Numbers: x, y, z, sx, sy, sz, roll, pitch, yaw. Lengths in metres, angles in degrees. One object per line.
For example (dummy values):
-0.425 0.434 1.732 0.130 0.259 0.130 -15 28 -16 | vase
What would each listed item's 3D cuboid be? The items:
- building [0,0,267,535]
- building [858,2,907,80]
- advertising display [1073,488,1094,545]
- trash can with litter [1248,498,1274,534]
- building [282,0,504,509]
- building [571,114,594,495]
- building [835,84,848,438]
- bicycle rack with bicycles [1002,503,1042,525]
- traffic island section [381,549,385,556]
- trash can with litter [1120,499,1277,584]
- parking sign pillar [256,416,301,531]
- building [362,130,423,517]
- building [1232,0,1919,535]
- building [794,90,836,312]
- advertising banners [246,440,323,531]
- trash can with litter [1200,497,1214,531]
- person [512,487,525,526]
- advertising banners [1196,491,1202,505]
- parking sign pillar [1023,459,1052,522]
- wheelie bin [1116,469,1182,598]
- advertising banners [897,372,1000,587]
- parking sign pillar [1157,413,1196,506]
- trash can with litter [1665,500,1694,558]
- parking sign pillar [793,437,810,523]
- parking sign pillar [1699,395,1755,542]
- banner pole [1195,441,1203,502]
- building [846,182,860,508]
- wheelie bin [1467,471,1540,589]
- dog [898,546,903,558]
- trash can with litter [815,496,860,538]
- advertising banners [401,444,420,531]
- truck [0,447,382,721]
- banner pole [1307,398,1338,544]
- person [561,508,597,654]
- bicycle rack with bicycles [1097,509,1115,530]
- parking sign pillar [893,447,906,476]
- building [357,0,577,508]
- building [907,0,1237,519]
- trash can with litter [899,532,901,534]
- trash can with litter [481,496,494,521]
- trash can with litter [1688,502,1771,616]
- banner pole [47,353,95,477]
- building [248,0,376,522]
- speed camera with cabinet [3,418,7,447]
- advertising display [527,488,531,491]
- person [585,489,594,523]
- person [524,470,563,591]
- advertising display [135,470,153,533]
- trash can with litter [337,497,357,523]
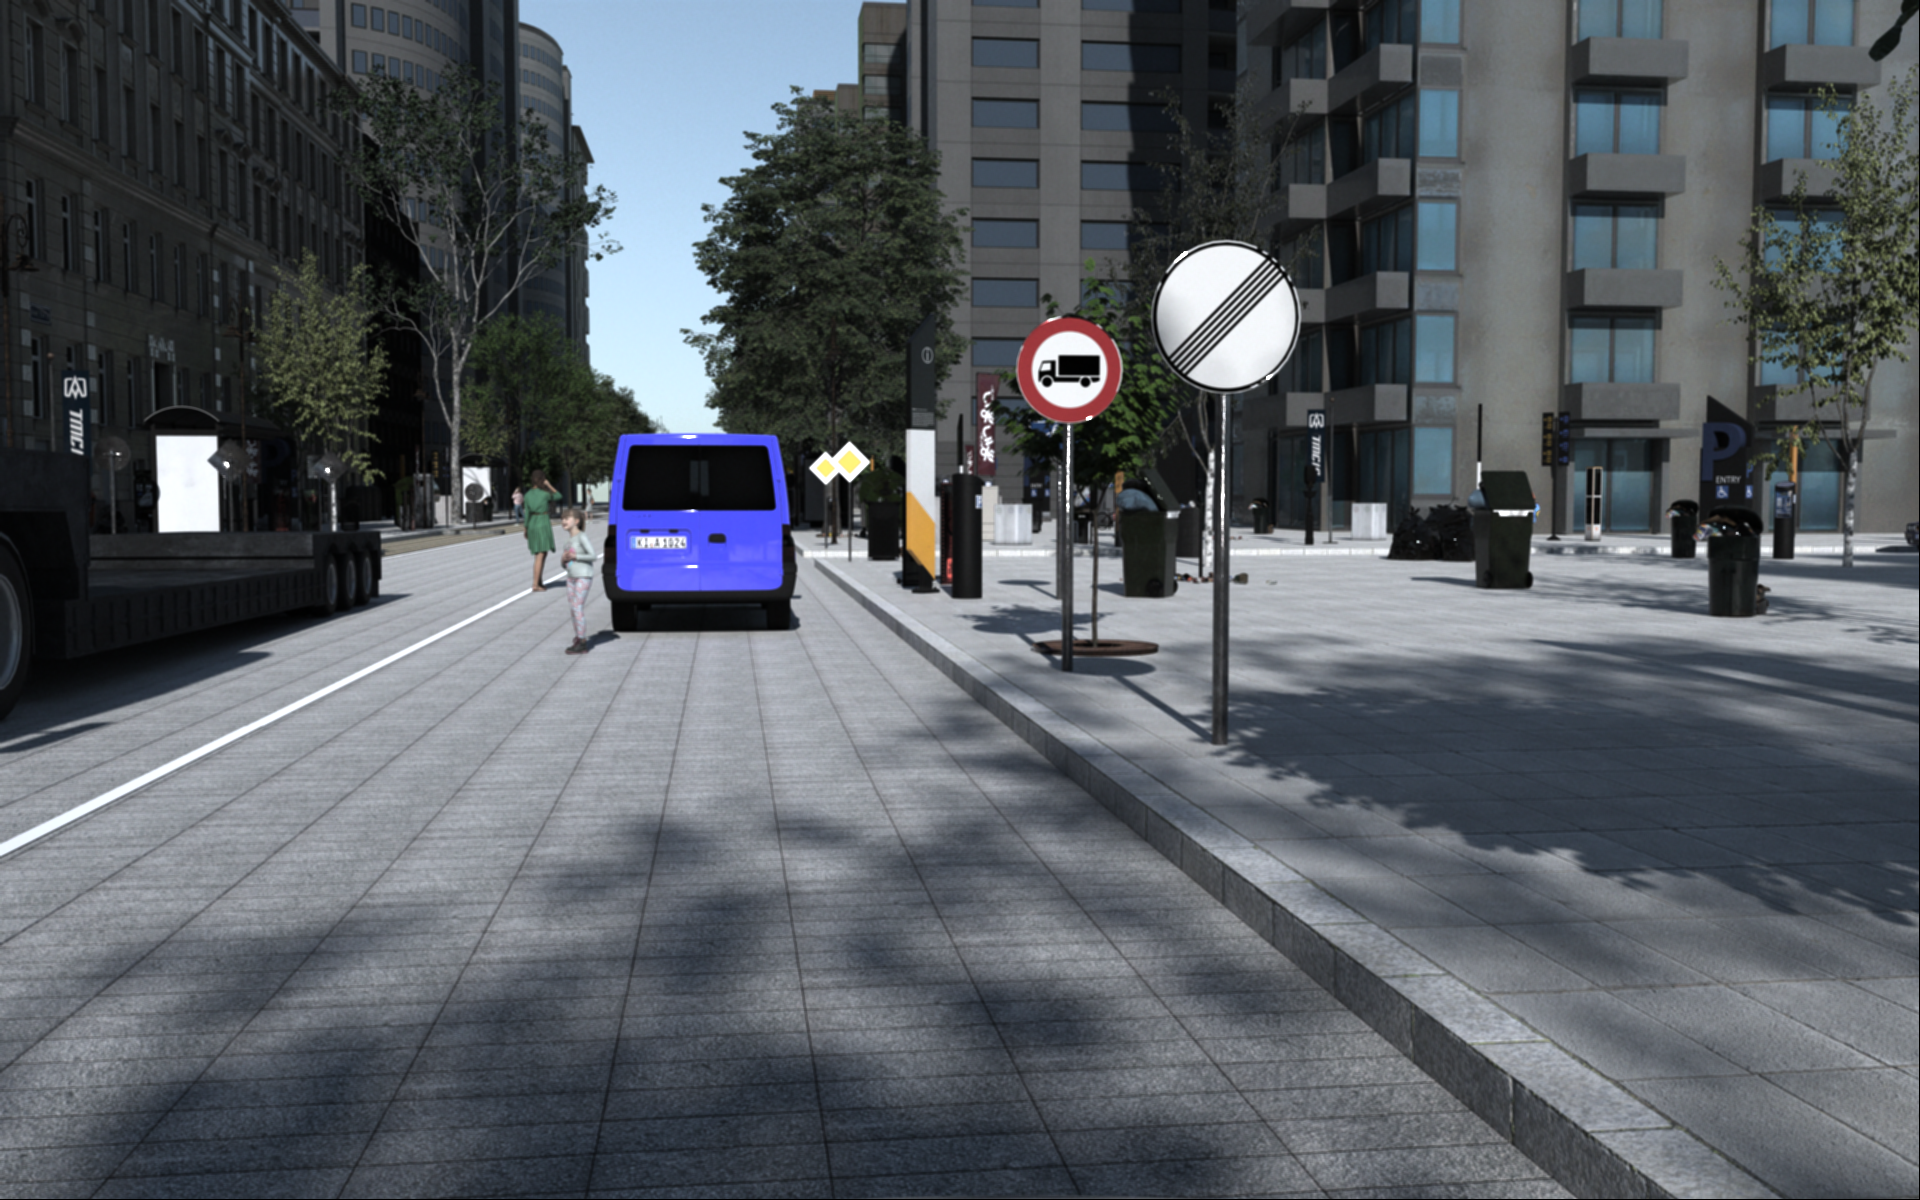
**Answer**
-32.177 -15.853 56.466 12.463 27.353 25.104 0 4 -8 | building
-1.803 -28.468 149.053 14.154 41.232 14.086 0 4 -8 | building
3.162 -2.395 44.376 0.123 1.923 0.974 -2 4 -24 | advertising display
9.737 -2.719 55.851 0.624 1.170 1.055 2 4 27 | trash can with litter
-50.958 -37.333 152.388 21.231 58.520 28.212 0 4 -8 | building
-66.263 -39.917 241.873 28.713 52.752 27.495 0 4 -8 | building
-5.809 -30.178 177.003 14.154 41.232 14.086 0 4 -8 | building
2.312 -3.551 71.439 2.852 0.926 2.925 0 4 6 | bicycle rack with bicycles
-14.275 -1.042 39.311 2.009 0.180 2.903 0 4 -8 | traffic island section
3.562 -0.869 25.270 1.678 1.210 2.233 -3 5 -44 | trash can with litter
-23.453 -4.343 59.484 1.447 3.967 1.447 1 4 11 | parking sign pillar
-39.510 -16.658 102.044 12.332 23.373 15.834 0 4 -8 | building
25.483 -27.178 63.968 30.456 49.044 23.786 0 4 -8 | building
-14.174 -43.940 260.420 21.231 58.520 28.212 0 4 -8 | building
-18.151 -3.069 46.362 2.074 3.025 0.090 -3 4 -36 | advertising banners
8.786 -2.971 59.963 0.624 1.170 1.055 -2 4 -34 | trash can with litter
-19.846 -4.226 78.189 0.643 1.750 0.593 2 4 26 | person
10.566 -5.004 78.003 0.090 3.025 2.074 2 4 25 | advertising banners
3.587 -5.660 81.017 1.447 3.967 1.447 3 5 42 | parking sign pillar
2.341 -0.839 21.634 0.693 1.594 0.980 2 4 24 | wheelie bin
-0.119 -1.736 24.566 0.090 3.025 2.074 3 5 44 | advertising banners
7.222 -4.244 57.869 1.447 3.967 1.447 3 4 39 | parking sign pillar
14.583 -1.445 35.012 0.624 1.170 1.055 1 4 22 | trash can with litter
-7.114 -5.424 77.148 1.447 3.967 1.447 -1 4 -15 | parking sign pillar
20.738 -3.570 46.846 1.447 3.967 1.447 -3 4 -37 | parking sign pillar
11.243 -5.651 82.407 0.863 3.779 0.401 0 4 -7 | banner pole
-3.791 -23.952 163.311 14.160 30.474 14.107 0 4 -8 | building
7.371 -0.962 23.630 0.980 1.594 0.693 0 4 -8 | wheelie bin
-1.377 -1.012 35.840 0.540 0.507 0.406 -1 4 -12 | dog
-3.577 -2.513 52.140 1.678 1.210 2.233 2 4 26 | trash can with litter
-19.164 -3.934 60.511 0.090 3.025 2.074 0 3 0 | advertising banners
-7.566 -1.452 13.496 2.967 4.110 18.799 0 4 -8 | truck
9.424 -3.366 45.054 0.863 3.779 0.401 1 4 14 | banner pole
-3.467 -0.175 15.641 0.425 1.301 0.394 2 4 25 | person
6.661 -2.995 62.356 2.925 0.926 2.852 2 4 35 | bicycle rack with bicycles
-1.941 -4.695 65.243 1.447 3.967 1.447 3 5 44 | parking sign pillar
-59.789 -41.132 214.514 21.231 58.520 28.212 0 4 -8 | building
7.378 -34.235 101.736 21.231 58.520 28.212 0 4 -8 | building
-1.820 -2.586 53.674 1.055 1.170 0.624 1 4 11 | trash can with litter
-22.434 -4.285 81.440 1.055 1.170 0.624 2 4 31 | trash can with litter
8.220 -0.428 18.383 0.624 1.170 1.055 3 4 37 | trash can with litter
-15.853 -2.494 30.788 0.863 3.779 0.401 -1 4 -10 | banner pole
-36.288 -17.386 81.523 12.463 27.353 25.104 0 4 -8 | building
-25.520 -3.093 44.911 2.038 3.252 0.660 0 4 -7 | speed camera with cabinet
-26.729 -6.345 108.957 0.974 1.923 0.123 -3 5 -41 | advertising display
-18.299 -4.649 85.508 0.522 1.701 0.512 0 4 3 | person
-6.255 -1.037 25.704 0.600 1.795 0.529 1 4 16 | person
-21.590 -2.524 46.483 0.974 1.923 0.123 -1 4 -13 | advertising display
-27.582 -4.069 77.915 1.055 1.170 0.624 -1 4 -22 | trash can with litter
